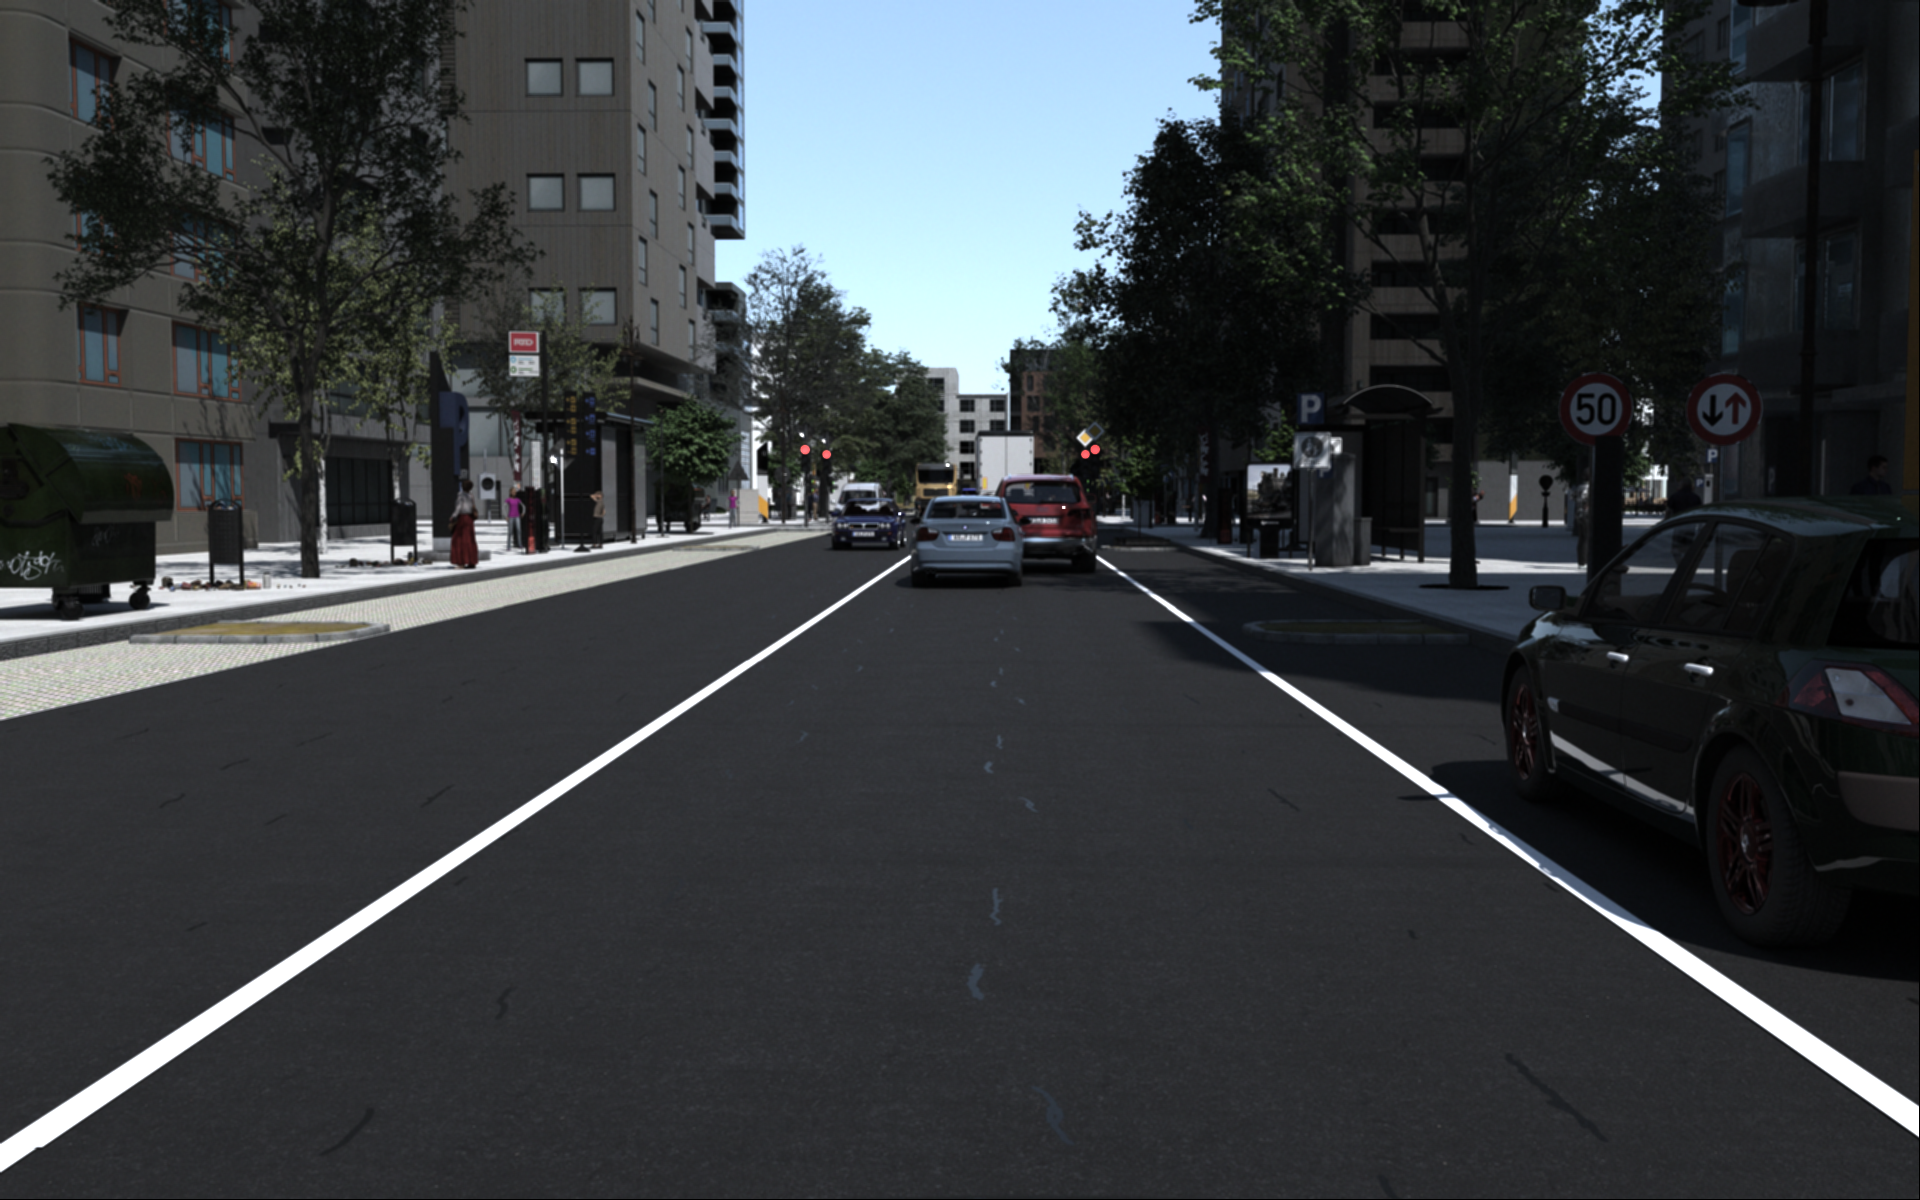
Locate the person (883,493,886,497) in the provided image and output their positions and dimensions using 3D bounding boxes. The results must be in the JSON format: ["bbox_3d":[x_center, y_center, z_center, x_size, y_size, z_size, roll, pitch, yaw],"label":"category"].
[{"bbox_3d":[-8.658,-11.211,190.065,1.217,1.736,0.721,0,4,0],"label":"person"}]

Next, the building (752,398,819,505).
[{"bbox_3d":[-17.831,-13.660,165.493,9.099,9.664,28.070,0,4,1],"label":"building"}]

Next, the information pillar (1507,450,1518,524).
[{"bbox_3d":[24.008,-5.128,75.192,0.504,3.616,0.183,-3,4,-38],"label":"information pillar"}]

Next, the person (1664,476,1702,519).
[{"bbox_3d":[11.115,-1.131,26.738,0.569,1.553,0.471,3,5,44],"label":"person"}]

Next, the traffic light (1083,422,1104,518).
[{"bbox_3d":[5.140,-4.734,66.327,0.839,4.253,0.868,0,4,1],"label":"traffic light"}]

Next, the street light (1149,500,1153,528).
[{"bbox_3d":[7.142,-5.622,64.710,0.468,5.910,1.993,0,4,1],"label":"street light"}]

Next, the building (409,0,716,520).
[{"bbox_3d":[-28.673,-30.940,95.104,28.713,52.752,27.495,0,4,1],"label":"building"}]

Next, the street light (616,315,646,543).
[{"bbox_3d":[-8.501,-4.414,44.949,0.468,5.910,1.993,0,4,1],"label":"street light"}]

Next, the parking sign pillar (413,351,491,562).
[{"bbox_3d":[-9.825,-2.748,33.404,1.447,3.967,1.447,0,4,-2],"label":"parking sign pillar"}]

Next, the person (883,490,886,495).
[{"bbox_3d":[-8.591,-11.493,194.890,0.436,1.711,0.756,0,4,-3],"label":"person"}]

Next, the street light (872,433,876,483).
[{"bbox_3d":[-6.399,-9.544,128.837,0.468,5.910,1.993,0,4,1],"label":"street light"}]

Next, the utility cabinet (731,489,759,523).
[{"bbox_3d":[-9.399,-4.093,75.594,1.173,1.500,0.318,-2,4,-26],"label":"utility cabinet"}]

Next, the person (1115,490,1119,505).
[{"bbox_3d":[18.477,-12.127,204.193,0.599,1.838,0.709,2,4,26],"label":"person"}]

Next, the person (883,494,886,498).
[{"bbox_3d":[-8.389,-10.634,179.866,1.348,1.831,0.705,0,4,3],"label":"person"}]

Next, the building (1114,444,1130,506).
[{"bbox_3d":[27.351,-20.500,201.637,16.747,18.905,31.486,0,4,1],"label":"building"}]

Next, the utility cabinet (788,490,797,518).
[{"bbox_3d":[-9.125,-5.132,92.591,0.318,1.500,1.173,-2,4,-33],"label":"utility cabinet"}]

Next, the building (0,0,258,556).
[{"bbox_3d":[-30.775,-11.081,26.207,27.650,21.520,28.899,0,4,1],"label":"building"}]

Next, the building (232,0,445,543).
[{"bbox_3d":[-23.560,-17.097,51.230,14.107,30.474,14.160,0,4,1],"label":"building"}]

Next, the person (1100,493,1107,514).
[{"bbox_3d":[9.144,-6.097,109.630,0.435,1.345,0.340,-2,4,-30],"label":"person"}]

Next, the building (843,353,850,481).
[{"bbox_3d":[-21.370,-20.802,196.532,16.016,20.091,11.380,0,4,1],"label":"building"}]

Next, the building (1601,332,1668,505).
[{"bbox_3d":[77.472,-21.503,207.987,11.380,20.091,16.016,0,4,1],"label":"building"}]

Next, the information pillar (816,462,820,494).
[{"bbox_3d":[-8.838,-7.216,109.344,0.504,3.616,0.183,-1,4,-9],"label":"information pillar"}]

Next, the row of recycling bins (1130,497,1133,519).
[{"bbox_3d":[9.377,-4.975,88.451,1.069,1.692,3.534,0,4,-6],"label":"row of recycling bins"}]

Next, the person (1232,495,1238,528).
[{"bbox_3d":[10.345,-3.428,65.996,0.435,1.345,0.340,-1,4,-10],"label":"person"}]

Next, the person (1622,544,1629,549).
[{"bbox_3d":[10.614,-0.839,28.054,0.859,0.850,0.655,-3,5,-43],"label":"person"}]

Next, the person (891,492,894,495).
[{"bbox_3d":[-8.163,-11.921,200.935,1.348,1.826,0.705,-1,4,-12],"label":"person"}]

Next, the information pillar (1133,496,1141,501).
[{"bbox_3d":[7.696,-4.329,75.273,0.304,2.012,0.304,0,4,3],"label":"information pillar"}]

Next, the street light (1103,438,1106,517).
[{"bbox_3d":[8.018,-7.545,96.141,0.468,5.910,1.993,0,4,1],"label":"street light"}]

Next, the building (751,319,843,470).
[{"bbox_3d":[-21.298,-20.105,185.136,16.016,20.091,11.380,0,4,1],"label":"building"}]

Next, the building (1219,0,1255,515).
[{"bbox_3d":[23.527,-27.793,104.522,14.600,45.320,14.200,0,4,1],"label":"building"}]

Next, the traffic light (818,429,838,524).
[{"bbox_3d":[-5.691,-5.239,74.578,0.839,4.253,0.868,0,4,1],"label":"traffic light"}]

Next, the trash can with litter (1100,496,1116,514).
[{"bbox_3d":[9.705,-6.253,113.617,1.055,1.170,0.624,2,4,23],"label":"trash can with litter"}]

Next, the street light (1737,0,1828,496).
[{"bbox_3d":[5.765,-2.381,11.725,0.468,5.910,1.993,0,4,1],"label":"street light"}]

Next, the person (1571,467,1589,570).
[{"bbox_3d":[10.655,-1.391,29.510,0.376,1.734,0.841,1,4,11],"label":"person"}]

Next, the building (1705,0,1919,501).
[{"bbox_3d":[28.574,-25.097,29.945,23.786,49.044,30.456,0,4,1],"label":"building"}]

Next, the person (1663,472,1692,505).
[{"bbox_3d":[15.646,-1.914,37.791,0.568,1.767,0.683,1,4,23],"label":"person"}]

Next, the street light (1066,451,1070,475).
[{"bbox_3d":[9.262,-10.779,149.029,0.468,5.910,1.993,0,4,1],"label":"street light"}]

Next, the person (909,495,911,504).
[{"bbox_3d":[-6.585,-13.363,225.448,0.530,1.710,0.541,3,5,43],"label":"person"}]

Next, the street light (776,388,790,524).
[{"bbox_3d":[-7.676,-6.265,75.213,0.468,5.910,1.993,0,4,1],"label":"street light"}]

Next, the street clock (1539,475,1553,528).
[{"bbox_3d":[22.417,-3.775,66.292,0.471,2.002,0.358,2,4,29],"label":"street clock"}]

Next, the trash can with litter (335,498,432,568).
[{"bbox_3d":[-10.403,-1.229,31.152,1.678,1.210,2.233,2,4,35],"label":"trash can with litter"}]

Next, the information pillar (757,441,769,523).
[{"bbox_3d":[-8.659,-5.182,76.085,0.504,3.616,0.183,-1,4,-14],"label":"information pillar"}]

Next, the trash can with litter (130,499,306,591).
[{"bbox_3d":[-10.242,-0.767,23.602,2.233,1.210,1.678,1,4,19],"label":"trash can with litter"}]

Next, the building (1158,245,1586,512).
[{"bbox_3d":[29.993,-17.709,134.585,27.650,21.520,28.899,0,4,1],"label":"building"}]

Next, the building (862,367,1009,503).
[{"bbox_3d":[-8.737,-23.452,249.903,31.486,18.905,16.747,0,4,1],"label":"building"}]

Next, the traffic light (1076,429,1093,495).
[{"bbox_3d":[5.347,-5.223,74.309,0.839,4.253,0.868,0,4,1],"label":"traffic light"}]

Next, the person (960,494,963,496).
[{"bbox_3d":[0.251,-10.819,188.587,0.799,1.438,0.628,1,4,20],"label":"person"}]

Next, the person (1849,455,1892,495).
[{"bbox_3d":[10.803,-0.838,20.443,0.576,1.737,0.504,-2,4,-25],"label":"person"}]

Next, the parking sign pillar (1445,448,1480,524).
[{"bbox_3d":[21.747,-5.281,74.812,1.447,3.967,1.447,0,4,7],"label":"parking sign pillar"}]

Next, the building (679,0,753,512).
[{"bbox_3d":[-27.406,-50.065,131.231,22.319,86.520,31.000,0,4,1],"label":"building"}]

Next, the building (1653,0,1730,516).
[{"bbox_3d":[45.117,-24.741,88.114,14.086,41.232,14.154,0,4,1],"label":"building"}]

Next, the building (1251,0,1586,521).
[{"bbox_3d":[23.047,-19.453,89.759,14.107,30.474,14.160,0,4,1],"label":"building"}]

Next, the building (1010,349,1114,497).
[{"bbox_3d":[23.621,-25.092,254.231,32.646,21.610,27.936,0,4,1],"label":"building"}]

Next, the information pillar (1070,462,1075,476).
[{"bbox_3d":[8.302,-8.354,127.940,0.504,3.616,0.183,-3,5,-42],"label":"information pillar"}]

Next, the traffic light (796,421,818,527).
[{"bbox_3d":[-5.898,-4.751,66.596,0.839,4.253,0.868,0,4,1],"label":"traffic light"}]

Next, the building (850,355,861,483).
[{"bbox_3d":[-18.068,-21.666,210.661,11.380,20.091,16.016,0,4,1],"label":"building"}]

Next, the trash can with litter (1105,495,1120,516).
[{"bbox_3d":[8.685,-5.441,100.012,1.678,1.210,2.233,-1,4,-8],"label":"trash can with litter"}]
